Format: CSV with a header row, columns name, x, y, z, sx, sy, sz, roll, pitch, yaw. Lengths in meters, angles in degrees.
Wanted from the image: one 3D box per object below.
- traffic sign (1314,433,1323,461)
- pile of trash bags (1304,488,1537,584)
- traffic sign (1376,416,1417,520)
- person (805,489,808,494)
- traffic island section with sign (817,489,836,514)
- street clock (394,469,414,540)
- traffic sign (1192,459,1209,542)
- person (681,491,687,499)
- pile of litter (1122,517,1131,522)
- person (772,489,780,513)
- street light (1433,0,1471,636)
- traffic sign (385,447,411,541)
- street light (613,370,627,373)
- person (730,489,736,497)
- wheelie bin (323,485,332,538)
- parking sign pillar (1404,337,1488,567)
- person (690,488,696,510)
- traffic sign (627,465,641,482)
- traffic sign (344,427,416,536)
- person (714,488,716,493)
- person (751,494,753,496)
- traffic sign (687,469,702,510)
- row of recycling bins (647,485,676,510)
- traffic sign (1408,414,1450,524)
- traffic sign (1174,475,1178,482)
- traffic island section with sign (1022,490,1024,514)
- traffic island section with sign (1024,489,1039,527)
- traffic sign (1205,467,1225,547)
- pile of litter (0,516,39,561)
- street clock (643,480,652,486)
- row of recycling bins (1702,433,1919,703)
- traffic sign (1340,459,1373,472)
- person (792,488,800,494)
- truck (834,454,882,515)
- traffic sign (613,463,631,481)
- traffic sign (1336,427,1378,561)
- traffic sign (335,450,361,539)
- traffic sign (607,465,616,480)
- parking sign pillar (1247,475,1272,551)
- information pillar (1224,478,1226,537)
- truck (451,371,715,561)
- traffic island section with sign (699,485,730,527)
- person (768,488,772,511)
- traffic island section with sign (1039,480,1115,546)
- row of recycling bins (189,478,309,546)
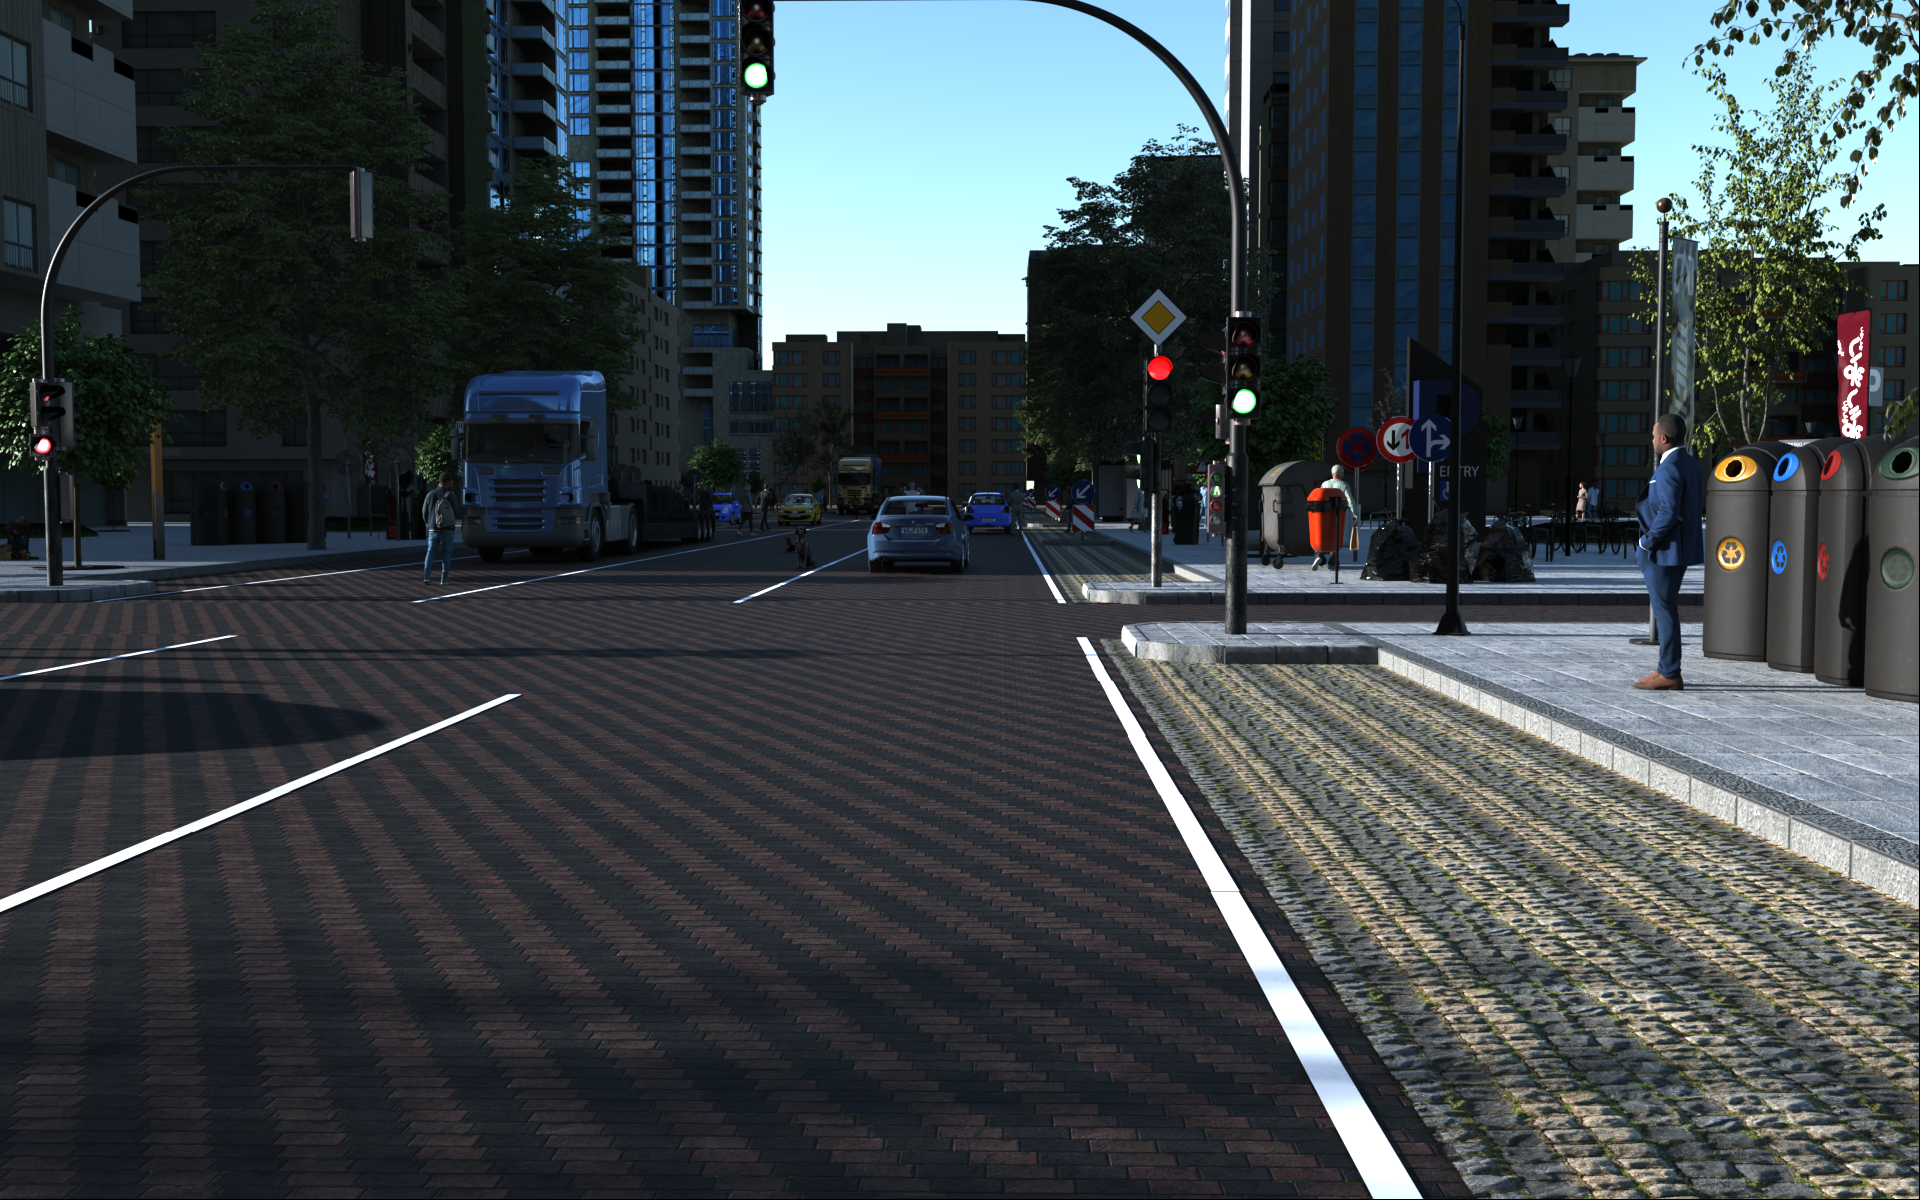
name,x,y,z,sx,sy,sz,roll,pitch,yaw
traffic sign,8.102,-3.080,44.227,2.265,3.308,0.079,0,4,7
pile of trash bags,6.601,-0.958,25.414,3.447,1.369,1.912,-1,4,-21
traffic sign,7.193,-1.728,28.361,0.768,2.556,0.104,0,4,7
person,-13.906,-9.262,158.199,0.721,1.735,1.217,0,4,2
traffic island section with sign,-10.029,-7.179,126.008,1.989,1.847,2.006,0,4,1
street clock,-15.465,-2.670,48.231,0.471,2.002,0.358,0,4,0
traffic sign,6.616,-2.820,46.107,0.884,2.594,0.081,1,4,10
person,-18.558,-6.686,115.327,0.705,1.831,1.348,-3,4,-38
pile of litter,8.105,-4.129,81.479,1.719,0.858,1.176,-1,4,-18
person,-12.488,-6.736,117.649,0.593,1.643,0.415,0,4,4
street light,3.950,-2.637,15.654,1.470,5.913,1.316,0,4,1
traffic sign,-15.347,-2.884,47.259,0.768,2.556,0.104,1,4,10
street light,-13.116,-5.664,65.150,1.470,5.913,1.316,0,4,1
person,-23.005,-10.333,175.071,0.705,1.814,1.350,1,4,17
wheelie bin,-18.695,-2.582,50.124,0.980,1.594,0.693,-1,4,-12
parking sign pillar,8.350,-2.525,29.751,1.447,3.967,1.447,0,4,-4
person,-16.625,-6.137,107.849,0.415,1.643,0.593,-1,4,-12
traffic sign,-14.458,-4.676,76.554,0.768,2.556,0.104,0,4,3
traffic sign,-17.631,-3.594,52.631,2.265,3.308,0.079,0,4,7
person,-21.948,-9.149,155.267,1.348,1.869,0.705,2,4,26
person,-18.825,-9.065,154.781,0.750,1.759,0.617,-1,4,-12
traffic sign,-13.376,-5.325,87.172,0.768,2.556,0.104,0,4,5
row of recycling bins,-14.326,-4.515,80.931,1.069,1.692,3.534,-2,4,-35
traffic sign,7.491,-1.678,27.537,0.768,2.556,0.104,0,4,2
traffic sign,9.125,-4.648,75.994,0.884,2.594,0.081,0,4,8
traffic island section with sign,5.084,-7.166,125.788,1.989,1.847,2.006,0,4,1
traffic island section with sign,3.923,-4.093,75.546,1.989,1.847,2.006,0,4,1
traffic sign,6.422,-2.585,42.275,0.884,2.594,0.081,1,4,11
pile of litter,-18.662,-1.216,33.840,1.176,0.858,1.719,-2,4,-26
street clock,-16.211,-5.207,89.702,0.471,2.002,0.358,-2,4,-29
row of recycling bins,6.285,-0.312,12.207,1.069,1.692,3.534,0,4,3
traffic sign,9.121,-2.434,39.906,0.768,2.556,0.104,1,4,10
person,-12.454,-7.617,131.318,1.217,1.736,0.721,-1,4,-13
truck,-7.138,-8.208,123.121,2.839,4.237,11.283,0,4,1
traffic sign,-13.991,-4.378,71.680,0.768,2.556,0.104,0,4,6
traffic sign,7.531,-2.006,32.911,0.768,2.556,0.104,1,4,9
traffic sign,-17.570,-3.036,49.747,0.768,2.556,0.104,0,4,2
traffic sign,-15.722,-4.746,77.603,0.884,2.594,0.081,1,4,11
parking sign pillar,6.854,-3.130,39.654,1.447,3.967,1.447,-3,5,-40
information pillar,7.931,-2.875,51.496,0.304,2.012,0.304,1,4,17
truck,-8.820,-3.296,43.656,2.967,4.110,18.799,0,4,1
traffic island section with sign,-11.183,-4.136,76.258,1.989,1.847,2.006,0,4,1
person,-14.529,-7.668,132.209,0.721,1.735,1.217,2,4,30
traffic island section with sign,3.311,-2.445,48.597,1.989,1.847,2.006,0,4,1
row of recycling bins,-18.216,-2.293,44.602,1.069,1.692,3.534,2,4,29
